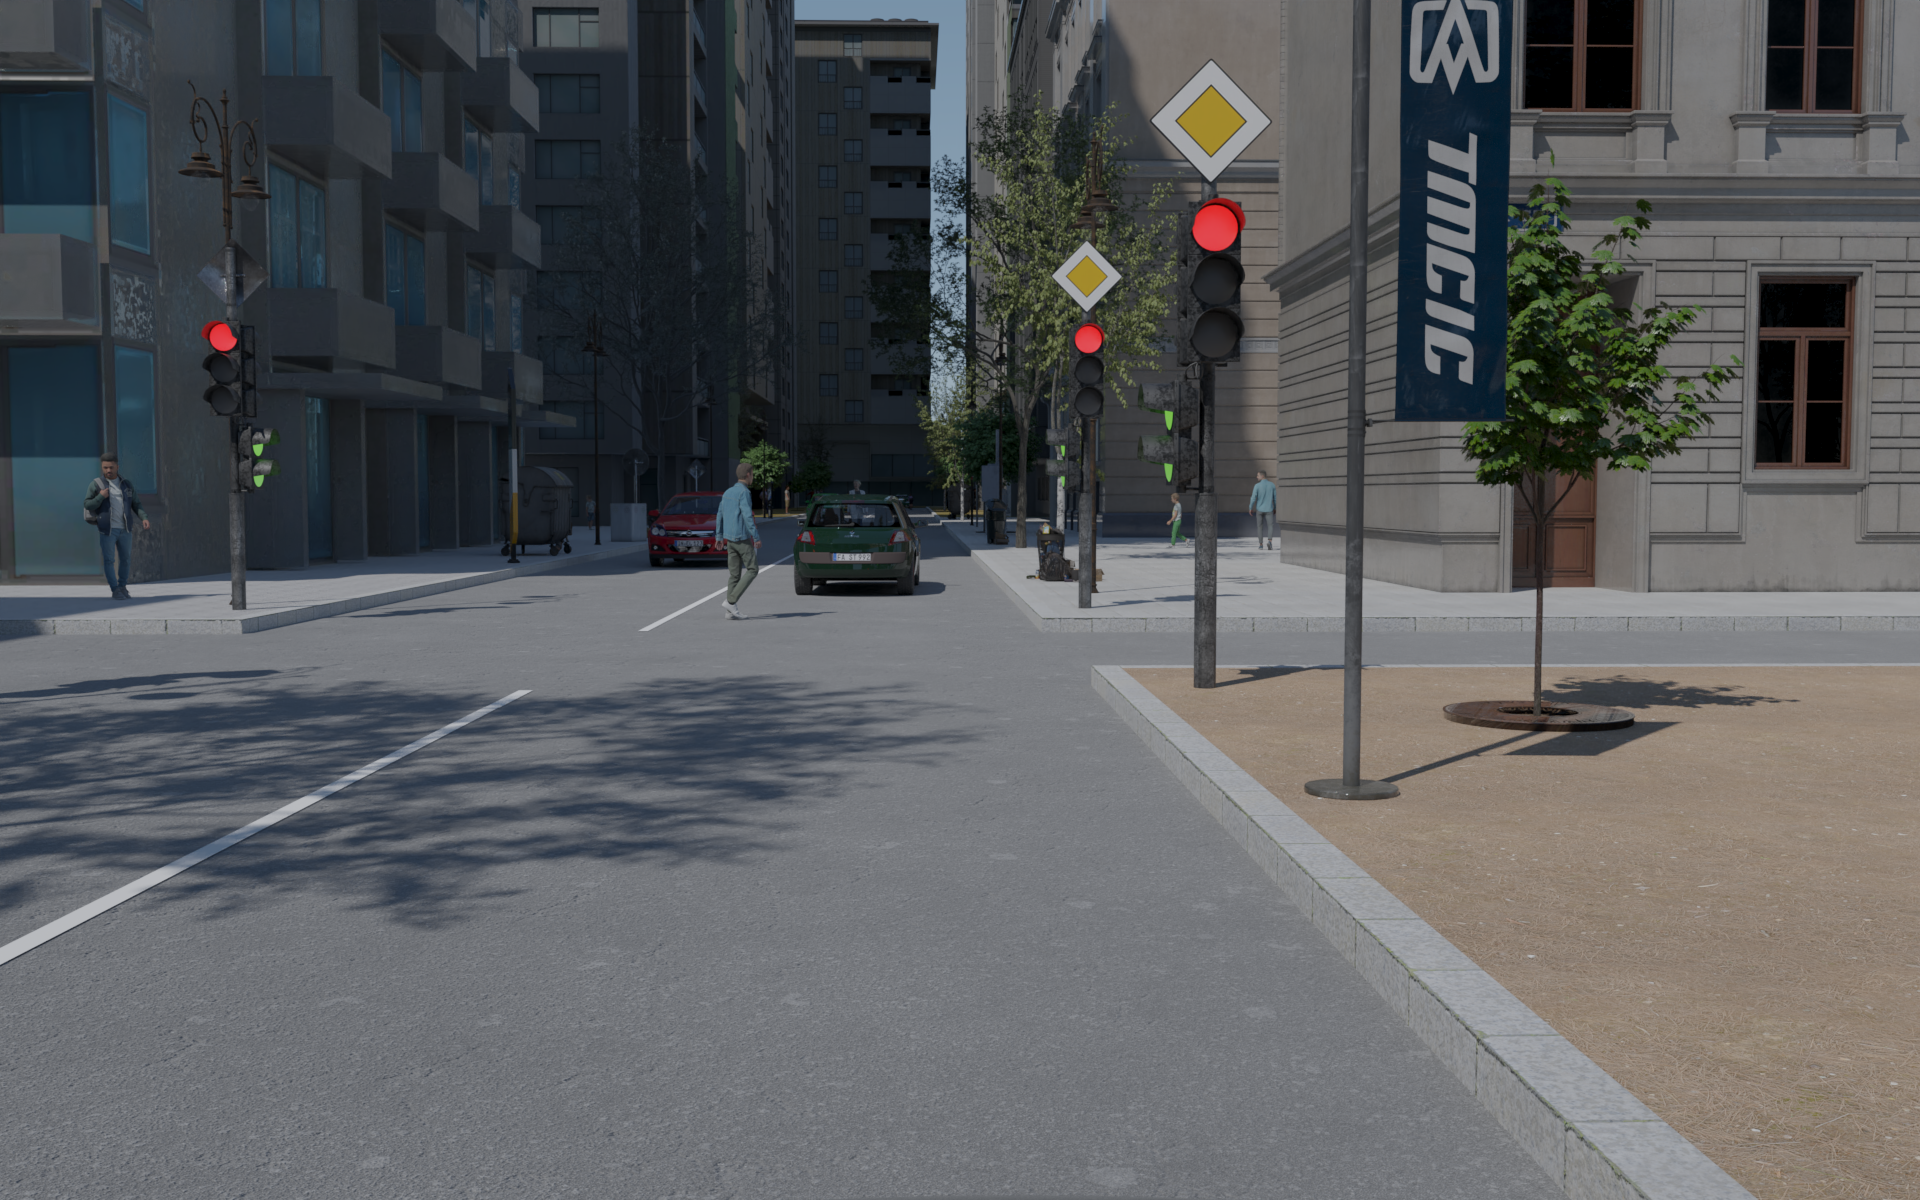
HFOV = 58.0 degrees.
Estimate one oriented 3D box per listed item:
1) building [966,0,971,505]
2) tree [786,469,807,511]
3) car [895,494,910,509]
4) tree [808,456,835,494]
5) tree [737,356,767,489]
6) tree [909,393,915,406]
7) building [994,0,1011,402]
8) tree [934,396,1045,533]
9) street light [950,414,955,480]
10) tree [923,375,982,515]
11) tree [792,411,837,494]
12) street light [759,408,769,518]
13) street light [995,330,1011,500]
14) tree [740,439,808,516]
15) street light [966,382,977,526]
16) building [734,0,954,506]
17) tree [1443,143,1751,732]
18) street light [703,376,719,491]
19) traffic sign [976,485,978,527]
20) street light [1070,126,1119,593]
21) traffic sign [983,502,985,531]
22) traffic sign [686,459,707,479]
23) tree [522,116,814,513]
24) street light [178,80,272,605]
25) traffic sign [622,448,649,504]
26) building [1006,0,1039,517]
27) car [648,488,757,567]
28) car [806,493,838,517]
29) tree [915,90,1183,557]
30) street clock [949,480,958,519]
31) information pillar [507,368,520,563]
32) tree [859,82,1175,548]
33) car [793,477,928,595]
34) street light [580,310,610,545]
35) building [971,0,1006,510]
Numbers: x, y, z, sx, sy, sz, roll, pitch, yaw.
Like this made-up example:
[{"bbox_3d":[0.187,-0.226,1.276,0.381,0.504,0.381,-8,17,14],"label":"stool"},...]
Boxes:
[{"bbox_3d":[11.107,-45.996,190.291,20.611,71.187,20.563,0,4,-2],"label":"building"},{"bbox_3d":[-12.530,-8.407,132.060,1.663,3.219,1.824,0,3,0],"label":"tree"},{"bbox_3d":[-5.736,-9.649,169.551,2.131,1.459,4.920,0,4,-2],"label":"car"},{"bbox_3d":[-12.378,-10.071,148.377,4.285,4.588,4.351,0,3,0],"label":"tree"},{"bbox_3d":[-11.445,-8.299,86.050,4.360,8.622,3.978,0,3,0],"label":"tree"},{"bbox_3d":[-0.125,-8.107,82.919,4.737,8.622,4.395,0,3,0],"label":"tree"},{"bbox_3d":[16.479,-32.747,124.653,28.713,52.752,27.495,0,4,-2],"label":"building"},{"bbox_3d":[1.152,-4.517,57.563,4.285,4.588,4.351,0,3,0],"label":"tree"},{"bbox_3d":[-0.306,-7.421,94.126,0.468,5.910,1.993,0,4,-2],"label":"street light"},{"bbox_3d":[-0.391,-9.460,105.038,4.360,8.622,3.978,0,3,0],"label":"tree"},{"bbox_3d":[-12.928,-12.453,153.969,4.360,8.622,3.978,0,3,0],"label":"tree"},{"bbox_3d":[-10.378,-7.280,91.812,0.468,5.910,1.993,0,4,-2],"label":"street light"},{"bbox_3d":[1.102,-4.529,46.829,0.468,5.910,1.993,0,4,-2],"label":"street light"},{"bbox_3d":[-11.643,-7.318,103.368,4.285,4.588,4.351,0,3,0],"label":"tree"},{"bbox_3d":[0.489,-5.975,70.480,0.468,5.910,1.993,0,4,-2],"label":"street light"},{"bbox_3d":[-14.124,-37.006,194.290,27.495,52.752,28.713,0,4,-2],"label":"building"},{"bbox_3d":[3.187,-0.920,9.643,1.663,3.219,1.824,0,3,0],"label":"tree"},{"bbox_3d":[-9.753,-5.818,67.916,0.468,5.910,1.993,0,4,-2],"label":"street light"},{"bbox_3d":[0.659,-4.094,67.045,0.768,2.556,0.104,0,4,2],"label":"traffic sign"},{"bbox_3d":[1.710,-3.026,22.269,0.468,5.910,1.993,0,4,-2],"label":"street light"},{"bbox_3d":[0.843,-3.649,59.770,0.768,2.556,0.104,0,4,2],"label":"traffic sign"},{"bbox_3d":[-9.793,-3.950,64.320,0.795,2.593,0.064,0,4,2],"label":"traffic sign"},{"bbox_3d":[-10.071,-8.997,57.468,12.009,13.543,11.850,0,3,0],"label":"tree"},{"bbox_3d":[-8.386,-2.883,19.920,0.468,5.910,1.993,0,4,-2],"label":"street light"},{"bbox_3d":[-9.032,-2.944,48.237,0.768,2.556,0.104,0,4,7],"label":"traffic sign"},{"bbox_3d":[9.706,-20.326,104.032,14.160,30.474,14.107,0,4,-2],"label":"building"},{"bbox_3d":[-5.242,-1.623,35.584,2.155,1.783,4.494,0,4,0],"label":"car"},{"bbox_3d":[-6.843,-4.859,88.240,1.959,1.807,4.718,0,4,-1],"label":"car"},{"bbox_3d":[2.142,-5.022,32.473,4.737,8.622,4.395,0,3,0],"label":"tree"},{"bbox_3d":[-0.325,-5.216,89.849,0.358,2.002,0.471,-3,4,-36],"label":"street clock"},{"bbox_3d":[-8.287,-2.492,32.093,0.183,3.616,0.504,-1,4,-22],"label":"information pillar"},{"bbox_3d":[1.279,-6.484,40.425,8.767,10.594,7.601,2,4,25],"label":"tree"},{"bbox_3d":[-1.490,-0.989,25.959,2.009,1.686,4.222,0,4,0],"label":"car"},{"bbox_3d":[-9.149,-4.329,43.567,0.468,5.910,1.993,0,4,-2],"label":"street light"},{"bbox_3d":[11.480,-37.318,152.153,21.231,58.520,28.212,0,4,-2],"label":"building"}]
